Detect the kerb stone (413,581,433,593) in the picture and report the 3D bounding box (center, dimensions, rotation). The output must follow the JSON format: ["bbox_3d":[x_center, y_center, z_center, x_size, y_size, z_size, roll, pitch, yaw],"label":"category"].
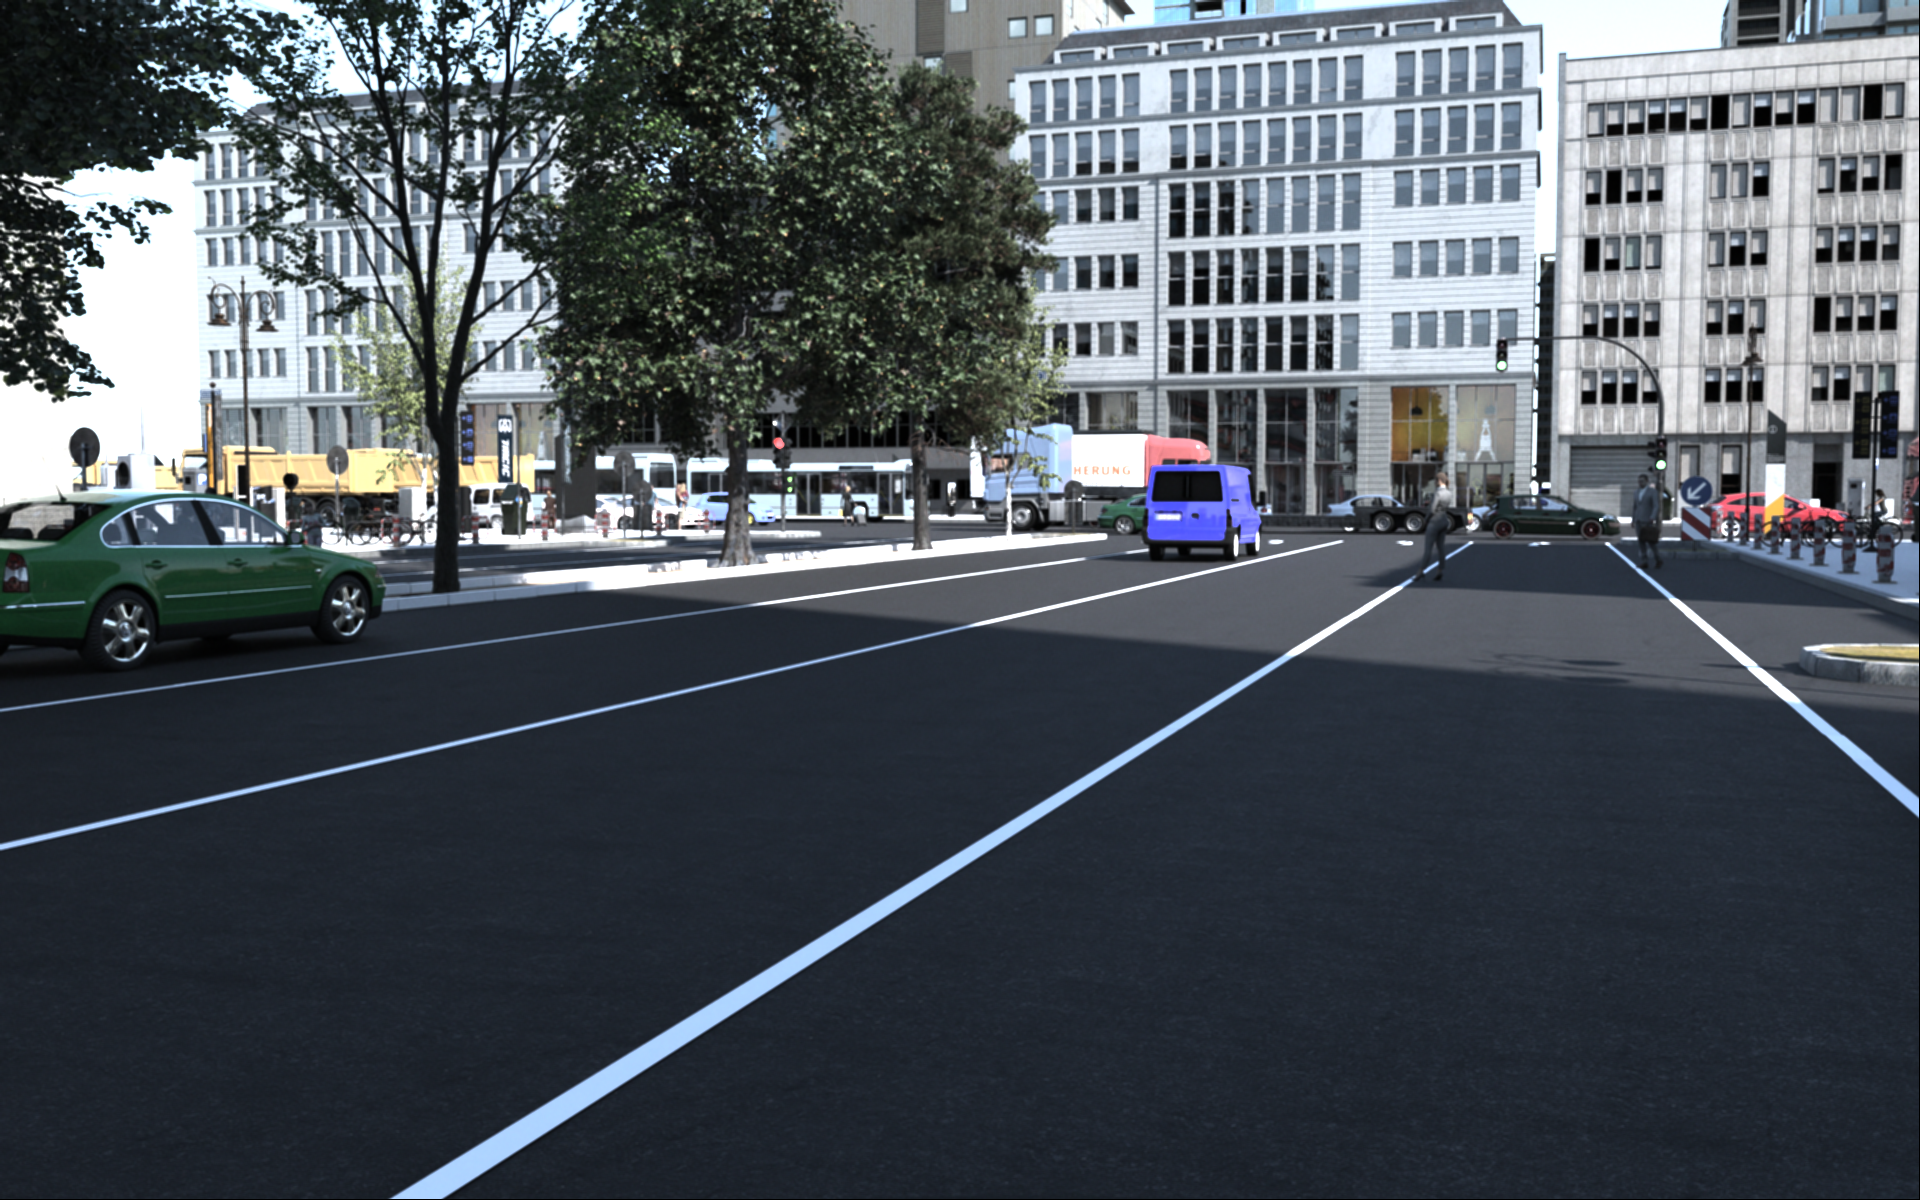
[{"bbox_3d":[-7.785,-0.188,25.401,0.120,0.150,1.000,1,4,19],"label":"kerb stone"}]

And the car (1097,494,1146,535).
[{"bbox_3d":[7.323,-3.026,61.280,4.920,1.459,2.131,1,4,17],"label":"car"}]

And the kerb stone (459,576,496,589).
[{"bbox_3d":[-7.452,-0.256,26.378,0.120,0.150,1.000,1,4,19],"label":"kerb stone"}]

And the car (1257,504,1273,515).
[{"bbox_3d":[10.111,-3.463,68.630,4.499,1.417,2.014,1,4,19],"label":"car"}]

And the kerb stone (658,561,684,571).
[{"bbox_3d":[-5.466,-0.613,32.222,0.120,0.150,1.000,1,4,19],"label":"kerb stone"}]

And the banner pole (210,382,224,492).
[{"bbox_3d":[-16.556,-2.974,38.638,0.401,3.779,0.863,-3,4,-39],"label":"banner pole"}]

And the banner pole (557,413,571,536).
[{"bbox_3d":[-12.137,-3.871,53.310,0.401,3.779,0.863,-3,4,-37],"label":"banner pole"}]

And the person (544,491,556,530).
[{"bbox_3d":[-15.336,-3.302,64.756,0.482,1.546,0.388,0,4,2],"label":"person"}]

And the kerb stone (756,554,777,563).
[{"bbox_3d":[-4.140,-0.849,36.117,0.120,0.150,1.000,1,4,19],"label":"kerb stone"}]

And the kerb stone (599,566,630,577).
[{"bbox_3d":[-6.127,-0.492,30.278,0.120,0.150,1.000,1,4,19],"label":"kerb stone"}]

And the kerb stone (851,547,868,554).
[{"bbox_3d":[-2.490,-1.144,40.987,0.120,0.150,1.000,1,4,19],"label":"kerb stone"}]

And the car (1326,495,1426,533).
[{"bbox_3d":[16.142,-3.280,65.635,4.499,1.417,2.014,1,4,20],"label":"car"}]

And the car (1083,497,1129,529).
[{"bbox_3d":[7.044,-3.815,72.165,4.222,1.686,2.009,1,4,18],"label":"car"}]

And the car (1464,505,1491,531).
[{"bbox_3d":[21.295,-3.340,66.617,4.499,1.417,2.014,1,4,19],"label":"car"}]

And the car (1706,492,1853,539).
[{"bbox_3d":[26.356,-2.862,55.828,4.494,1.783,2.155,1,4,19],"label":"car"}]

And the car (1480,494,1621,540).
[{"bbox_3d":[18.654,-2.749,54.740,4.222,1.686,2.009,1,4,20],"label":"car"}]

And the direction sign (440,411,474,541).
[{"bbox_3d":[-13.685,-3.376,47.201,0.876,3.537,0.379,-1,4,-17],"label":"direction sign"}]

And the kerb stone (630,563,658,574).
[{"bbox_3d":[-5.787,-0.545,31.247,0.120,0.150,1.000,1,4,19],"label":"kerb stone"}]

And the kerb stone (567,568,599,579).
[{"bbox_3d":[-6.459,-0.432,29.295,0.120,0.150,1.000,1,4,19],"label":"kerb stone"}]

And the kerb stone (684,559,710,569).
[{"bbox_3d":[-5.131,-0.673,33.193,0.120,0.150,1.000,1,4,19],"label":"kerb stone"}]

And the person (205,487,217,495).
[{"bbox_3d":[-13.388,-1.236,30.919,0.590,1.554,0.614,3,5,42],"label":"person"}]

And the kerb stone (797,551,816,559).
[{"bbox_3d":[-3.475,-0.971,38.065,0.120,0.150,1.000,1,4,19],"label":"kerb stone"}]

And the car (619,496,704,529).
[{"bbox_3d":[-13.098,-3.729,73.330,4.827,1.381,2.083,1,4,19],"label":"car"}]

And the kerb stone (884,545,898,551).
[{"bbox_3d":[-1.826,-1.269,42.942,0.120,0.150,1.000,1,4,19],"label":"kerb stone"}]

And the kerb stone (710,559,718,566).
[{"bbox_3d":[-4.805,-0.730,34.166,0.120,0.150,1.000,1,4,19],"label":"kerb stone"}]

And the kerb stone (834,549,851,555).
[{"bbox_3d":[-2.820,-1.088,40.015,0.120,0.150,1.000,1,4,19],"label":"kerb stone"}]

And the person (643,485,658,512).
[{"bbox_3d":[-12.592,-3.775,70.349,0.598,1.807,0.434,0,4,-3],"label":"person"}]

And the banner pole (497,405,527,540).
[{"bbox_3d":[-12.554,-3.573,48.432,0.863,3.779,0.401,-3,5,-42],"label":"banner pole"}]

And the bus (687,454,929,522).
[{"bbox_3d":[-7.366,-5.719,88.372,13.247,3.499,2.948,1,4,17],"label":"bus"}]

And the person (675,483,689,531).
[{"bbox_3d":[-10.182,-3.349,63.234,0.580,1.828,0.573,1,4,19],"label":"person"}]

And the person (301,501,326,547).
[{"bbox_3d":[-11.682,-1.137,31.369,0.425,1.301,0.394,-3,5,-45],"label":"person"}]

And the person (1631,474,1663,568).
[{"bbox_3d":[13.227,-1.518,33.448,0.853,1.813,0.709,-2,4,-35],"label":"person"}]

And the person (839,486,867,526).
[{"bbox_3d":[-4.842,-4.215,77.626,0.699,1.804,1.509,-2,4,-33],"label":"person"}]

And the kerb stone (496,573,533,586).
[{"bbox_3d":[-7.121,-0.315,27.350,0.120,0.150,1.000,1,4,19],"label":"kerb stone"}]

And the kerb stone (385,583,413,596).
[{"bbox_3d":[-8.118,-0.137,24.429,0.120,0.150,1.000,1,4,19],"label":"kerb stone"}]

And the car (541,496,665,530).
[{"bbox_3d":[-13.573,-3.271,65.847,4.827,1.381,2.083,1,4,17],"label":"car"}]

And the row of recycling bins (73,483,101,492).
[{"bbox_3d":[-31.874,-3.482,64.040,1.069,1.692,3.534,0,4,7],"label":"row of recycling bins"}]

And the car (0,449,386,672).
[{"bbox_3d":[-7.116,-0.410,15.506,1.959,1.807,4.718,1,4,19],"label":"car"}]

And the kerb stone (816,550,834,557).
[{"bbox_3d":[-3.147,-1.025,39.042,0.120,0.150,1.000,1,4,19],"label":"kerb stone"}]

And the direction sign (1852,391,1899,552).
[{"bbox_3d":[20.178,-2.827,38.226,0.876,3.537,0.379,2,4,29],"label":"direction sign"}]

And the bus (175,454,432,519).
[{"bbox_3d":[-30.925,-5.252,80.733,13.247,3.499,2.948,1,4,17],"label":"bus"}]

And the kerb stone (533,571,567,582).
[{"bbox_3d":[-6.797,-0.373,28.324,0.120,0.150,1.000,1,4,19],"label":"kerb stone"}]

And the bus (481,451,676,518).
[{"bbox_3d":[-19.923,-5.343,82.221,13.247,3.499,2.948,1,4,21],"label":"bus"}]

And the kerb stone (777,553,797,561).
[{"bbox_3d":[-3.807,-0.911,37.092,0.120,0.150,1.000,1,4,19],"label":"kerb stone"}]

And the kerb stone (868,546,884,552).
[{"bbox_3d":[-2.149,-1.208,41.960,0.120,0.150,1.000,1,4,19],"label":"kerb stone"}]

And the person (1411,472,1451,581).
[{"bbox_3d":[7.823,-1.221,28.744,0.573,1.790,0.520,2,4,27],"label":"person"}]

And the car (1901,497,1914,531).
[{"bbox_3d":[30.556,-2.569,50.672,5.304,1.827,2.281,1,4,19],"label":"car"}]

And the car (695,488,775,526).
[{"bbox_3d":[-10.333,-4.273,79.450,3.694,1.707,1.945,1,4,20],"label":"car"}]
